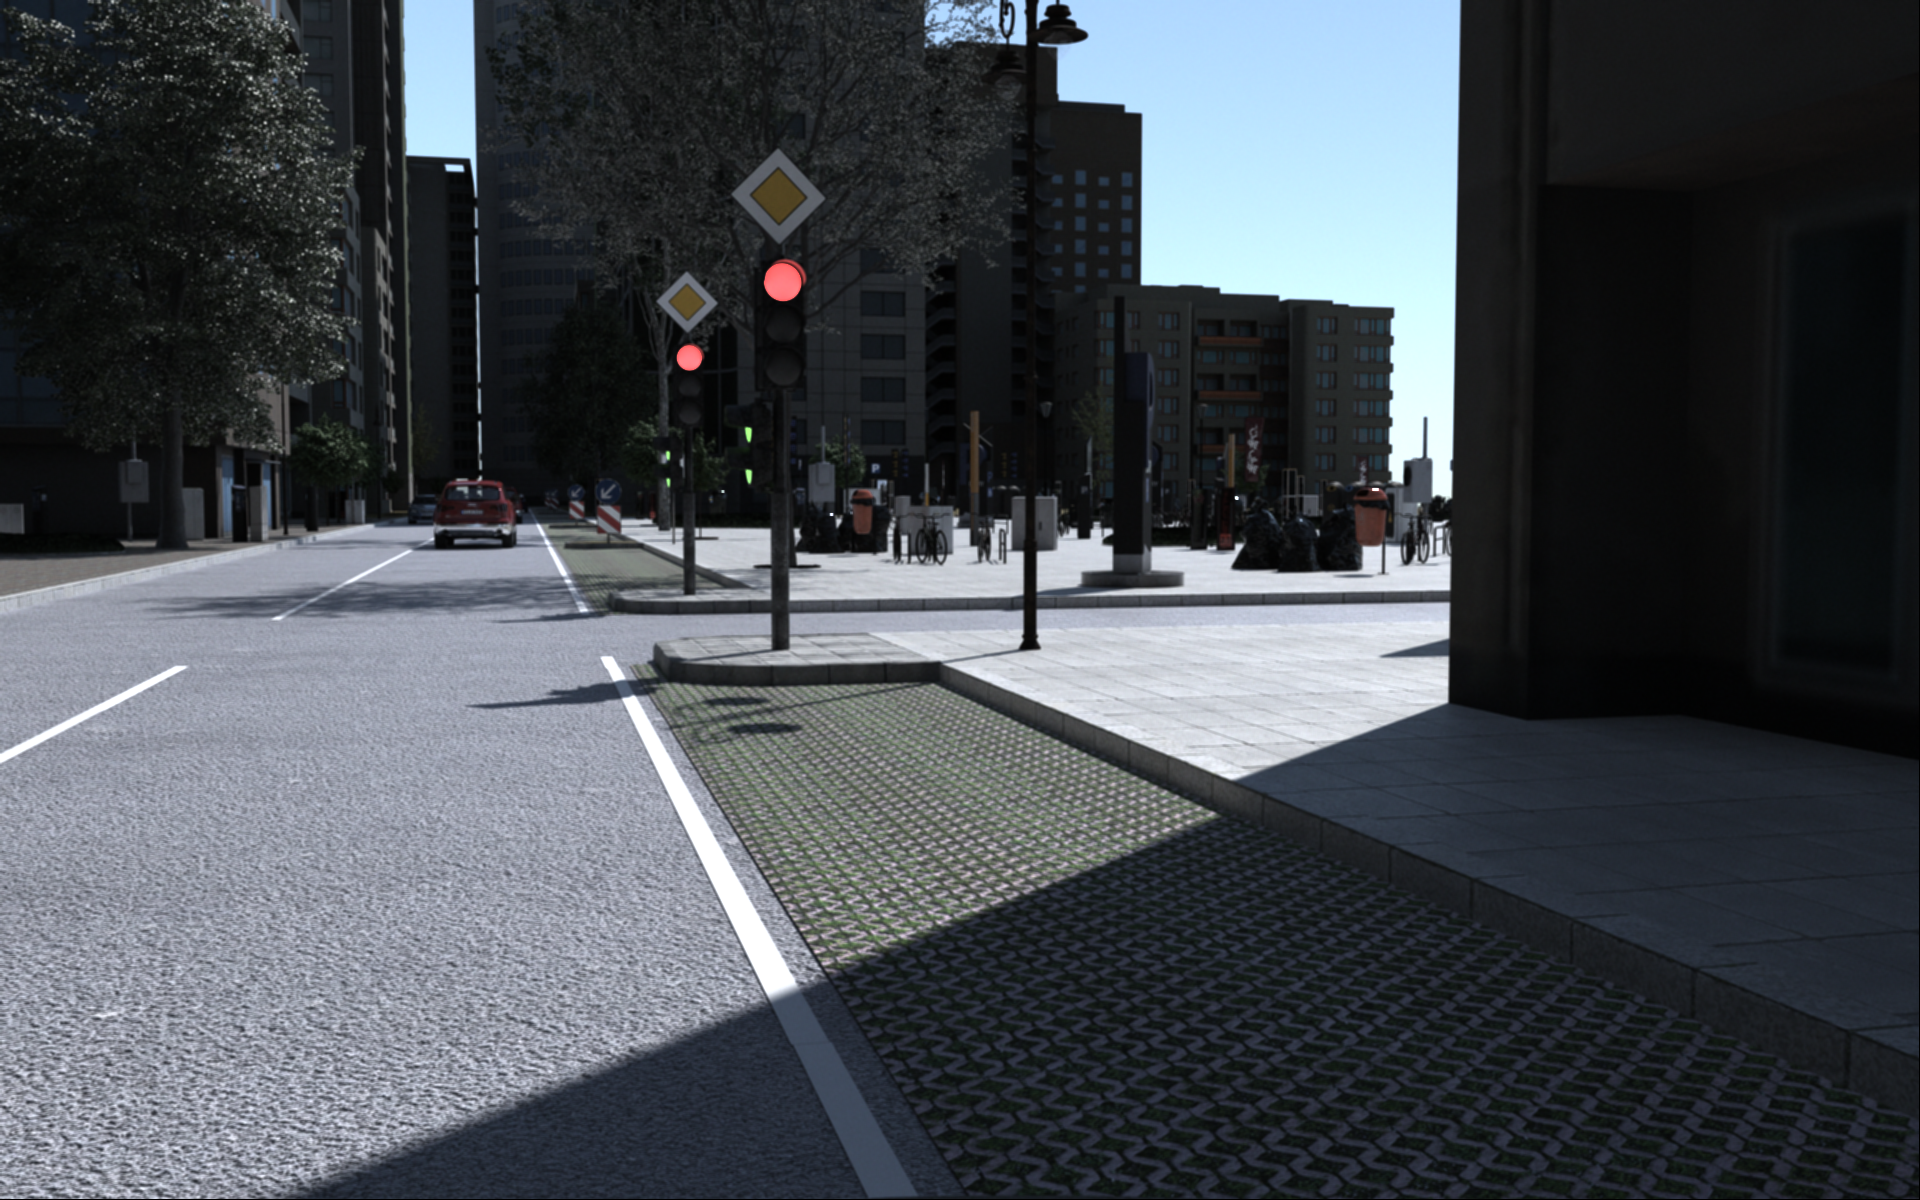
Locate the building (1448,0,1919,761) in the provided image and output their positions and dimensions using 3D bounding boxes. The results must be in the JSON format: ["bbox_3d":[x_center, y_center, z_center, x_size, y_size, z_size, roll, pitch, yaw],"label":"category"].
[{"bbox_3d":[15.899,-23.113,1.606,21.300,48.544,21.600,-1,4,-14],"label":"building"}]

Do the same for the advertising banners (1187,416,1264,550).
[{"bbox_3d":[6.056,-2.651,39.533,2.074,3.025,0.090,3,5,43],"label":"advertising banners"}]

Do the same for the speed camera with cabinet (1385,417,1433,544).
[{"bbox_3d":[11.647,-3.099,45.005,0.660,3.252,2.038,0,4,-5],"label":"speed camera with cabinet"}]

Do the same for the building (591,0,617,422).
[{"bbox_3d":[-21.295,-27.564,134.271,14.154,41.232,14.086,-1,4,-14],"label":"building"}]

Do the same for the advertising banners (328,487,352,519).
[{"bbox_3d":[-32.096,-5.734,89.933,2.074,3.025,0.090,2,4,27],"label":"advertising banners"}]

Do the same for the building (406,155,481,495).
[{"bbox_3d":[-64.415,-30.314,187.516,23.993,40.220,32.217,-1,4,-14],"label":"building"}]

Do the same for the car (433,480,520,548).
[{"bbox_3d":[-13.202,-2.363,47.312,2.281,1.827,5.304,-1,4,-13],"label":"car"}]

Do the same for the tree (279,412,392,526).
[{"bbox_3d":[-25.328,-5.226,69.154,4.285,4.588,4.351,0,3,0],"label":"tree"}]

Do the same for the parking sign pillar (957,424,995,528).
[{"bbox_3d":[0.657,-4.918,68.884,1.447,3.967,1.447,-2,4,-28],"label":"parking sign pillar"}]

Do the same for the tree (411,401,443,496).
[{"bbox_3d":[-43.471,-11.499,138.364,4.737,8.622,4.395,0,3,0],"label":"tree"}]

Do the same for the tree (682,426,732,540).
[{"bbox_3d":[-7.305,-3.318,48.850,1.663,3.219,1.824,0,3,0],"label":"tree"}]

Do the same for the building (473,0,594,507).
[{"bbox_3d":[-37.650,-39.485,187.578,28.212,58.520,21.231,-1,4,-14],"label":"building"}]

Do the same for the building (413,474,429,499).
[{"bbox_3d":[-62.231,-30.343,150.738,28.867,44.769,22.147,-1,4,-14],"label":"building"}]

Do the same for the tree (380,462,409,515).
[{"bbox_3d":[-34.424,-6.741,104.815,1.663,3.219,1.824,0,3,0],"label":"tree"}]

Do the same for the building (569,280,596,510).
[{"bbox_3d":[-20.933,-19.086,157.089,27.650,21.520,28.899,-1,4,-14],"label":"building"}]

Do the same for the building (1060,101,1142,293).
[{"bbox_3d":[11.555,-33.487,197.627,14.200,45.320,14.600,-1,4,-14],"label":"building"}]

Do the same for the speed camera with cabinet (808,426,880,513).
[{"bbox_3d":[-3.385,-3.451,50.764,2.038,3.252,0.660,-1,4,-18],"label":"speed camera with cabinet"}]

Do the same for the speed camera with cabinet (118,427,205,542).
[{"bbox_3d":[-21.811,-3.239,47.287,2.038,3.252,0.660,-2,4,-32],"label":"speed camera with cabinet"}]

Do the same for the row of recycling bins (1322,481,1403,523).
[{"bbox_3d":[13.436,-3.085,57.548,1.069,1.692,3.534,-2,4,-33],"label":"row of recycling bins"}]

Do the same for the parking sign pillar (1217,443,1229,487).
[{"bbox_3d":[13.714,-6.236,90.437,1.447,3.967,1.447,1,4,17],"label":"parking sign pillar"}]

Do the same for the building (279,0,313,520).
[{"bbox_3d":[-41.836,-27.733,77.129,21.300,48.544,21.600,-1,4,-14],"label":"building"}]

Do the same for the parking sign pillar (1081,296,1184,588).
[{"bbox_3d":[2.430,-2.190,24.278,1.447,3.967,1.447,1,4,12],"label":"parking sign pillar"}]

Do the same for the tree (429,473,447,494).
[{"bbox_3d":[-46.890,-9.841,155.496,1.663,3.219,1.824,0,3,0],"label":"tree"}]

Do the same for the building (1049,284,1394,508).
[{"bbox_3d":[22.755,-19.898,170.366,28.899,21.520,27.650,-1,4,-14],"label":"building"}]

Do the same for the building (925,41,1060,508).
[{"bbox_3d":[0.499,-31.783,169.758,14.200,45.320,14.600,-1,4,-14],"label":"building"}]

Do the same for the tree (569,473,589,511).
[{"bbox_3d":[-28.730,-8.316,130.570,1.663,3.219,1.824,0,3,0],"label":"tree"}]

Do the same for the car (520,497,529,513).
[{"bbox_3d":[-34.202,-7.400,133.563,1.945,1.354,3.894,-1,4,-14],"label":"car"}]

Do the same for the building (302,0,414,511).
[{"bbox_3d":[-47.837,-27.045,125.778,14.154,41.232,14.086,-1,4,-14],"label":"building"}]

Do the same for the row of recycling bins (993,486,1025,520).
[{"bbox_3d":[2.430,-4.938,87.846,1.069,1.692,3.534,-3,5,-43],"label":"row of recycling bins"}]

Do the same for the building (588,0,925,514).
[{"bbox_3d":[-14.619,-41.482,116.486,20.563,71.187,20.611,-1,4,-14],"label":"building"}]

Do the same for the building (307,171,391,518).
[{"bbox_3d":[-49.837,-15.822,103.724,27.650,21.520,28.899,-1,4,-14],"label":"building"}]

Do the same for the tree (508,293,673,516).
[{"bbox_3d":[-20.956,-11.164,99.534,9.611,12.733,9.660,0,3,0],"label":"tree"}]

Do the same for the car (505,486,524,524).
[{"bbox_3d":[-22.533,-4.659,84.852,2.281,1.827,5.304,-1,4,-16],"label":"car"}]

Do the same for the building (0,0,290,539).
[{"bbox_3d":[-29.487,-24.683,53.677,14.600,45.320,14.200,-1,4,-14],"label":"building"}]

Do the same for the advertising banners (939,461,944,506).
[{"bbox_3d":[-0.928,-5.707,89.505,0.090,3.025,2.074,0,4,5],"label":"advertising banners"}]

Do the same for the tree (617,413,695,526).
[{"bbox_3d":[-12.250,-5.286,70.134,4.285,4.588,4.351,0,3,0],"label":"tree"}]

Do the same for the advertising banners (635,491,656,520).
[{"bbox_3d":[-15.620,-5.596,87.684,0.090,3.025,2.074,3,5,42],"label":"advertising banners"}]

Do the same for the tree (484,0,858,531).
[{"bbox_3d":[-8.843,-12.468,59.742,12.611,20.169,13.585,0,3,0],"label":"tree"}]

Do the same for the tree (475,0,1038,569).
[{"bbox_3d":[-3.116,-7.306,29.828,12.009,13.543,11.850,0,3,0],"label":"tree"}]

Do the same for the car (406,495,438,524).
[{"bbox_3d":[-25.791,-4.406,84.037,2.014,1.417,4.499,-1,4,-15],"label":"car"}]

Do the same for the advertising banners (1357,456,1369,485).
[{"bbox_3d":[19.252,-5.094,79.473,2.074,3.025,0.090,0,4,1],"label":"advertising banners"}]
